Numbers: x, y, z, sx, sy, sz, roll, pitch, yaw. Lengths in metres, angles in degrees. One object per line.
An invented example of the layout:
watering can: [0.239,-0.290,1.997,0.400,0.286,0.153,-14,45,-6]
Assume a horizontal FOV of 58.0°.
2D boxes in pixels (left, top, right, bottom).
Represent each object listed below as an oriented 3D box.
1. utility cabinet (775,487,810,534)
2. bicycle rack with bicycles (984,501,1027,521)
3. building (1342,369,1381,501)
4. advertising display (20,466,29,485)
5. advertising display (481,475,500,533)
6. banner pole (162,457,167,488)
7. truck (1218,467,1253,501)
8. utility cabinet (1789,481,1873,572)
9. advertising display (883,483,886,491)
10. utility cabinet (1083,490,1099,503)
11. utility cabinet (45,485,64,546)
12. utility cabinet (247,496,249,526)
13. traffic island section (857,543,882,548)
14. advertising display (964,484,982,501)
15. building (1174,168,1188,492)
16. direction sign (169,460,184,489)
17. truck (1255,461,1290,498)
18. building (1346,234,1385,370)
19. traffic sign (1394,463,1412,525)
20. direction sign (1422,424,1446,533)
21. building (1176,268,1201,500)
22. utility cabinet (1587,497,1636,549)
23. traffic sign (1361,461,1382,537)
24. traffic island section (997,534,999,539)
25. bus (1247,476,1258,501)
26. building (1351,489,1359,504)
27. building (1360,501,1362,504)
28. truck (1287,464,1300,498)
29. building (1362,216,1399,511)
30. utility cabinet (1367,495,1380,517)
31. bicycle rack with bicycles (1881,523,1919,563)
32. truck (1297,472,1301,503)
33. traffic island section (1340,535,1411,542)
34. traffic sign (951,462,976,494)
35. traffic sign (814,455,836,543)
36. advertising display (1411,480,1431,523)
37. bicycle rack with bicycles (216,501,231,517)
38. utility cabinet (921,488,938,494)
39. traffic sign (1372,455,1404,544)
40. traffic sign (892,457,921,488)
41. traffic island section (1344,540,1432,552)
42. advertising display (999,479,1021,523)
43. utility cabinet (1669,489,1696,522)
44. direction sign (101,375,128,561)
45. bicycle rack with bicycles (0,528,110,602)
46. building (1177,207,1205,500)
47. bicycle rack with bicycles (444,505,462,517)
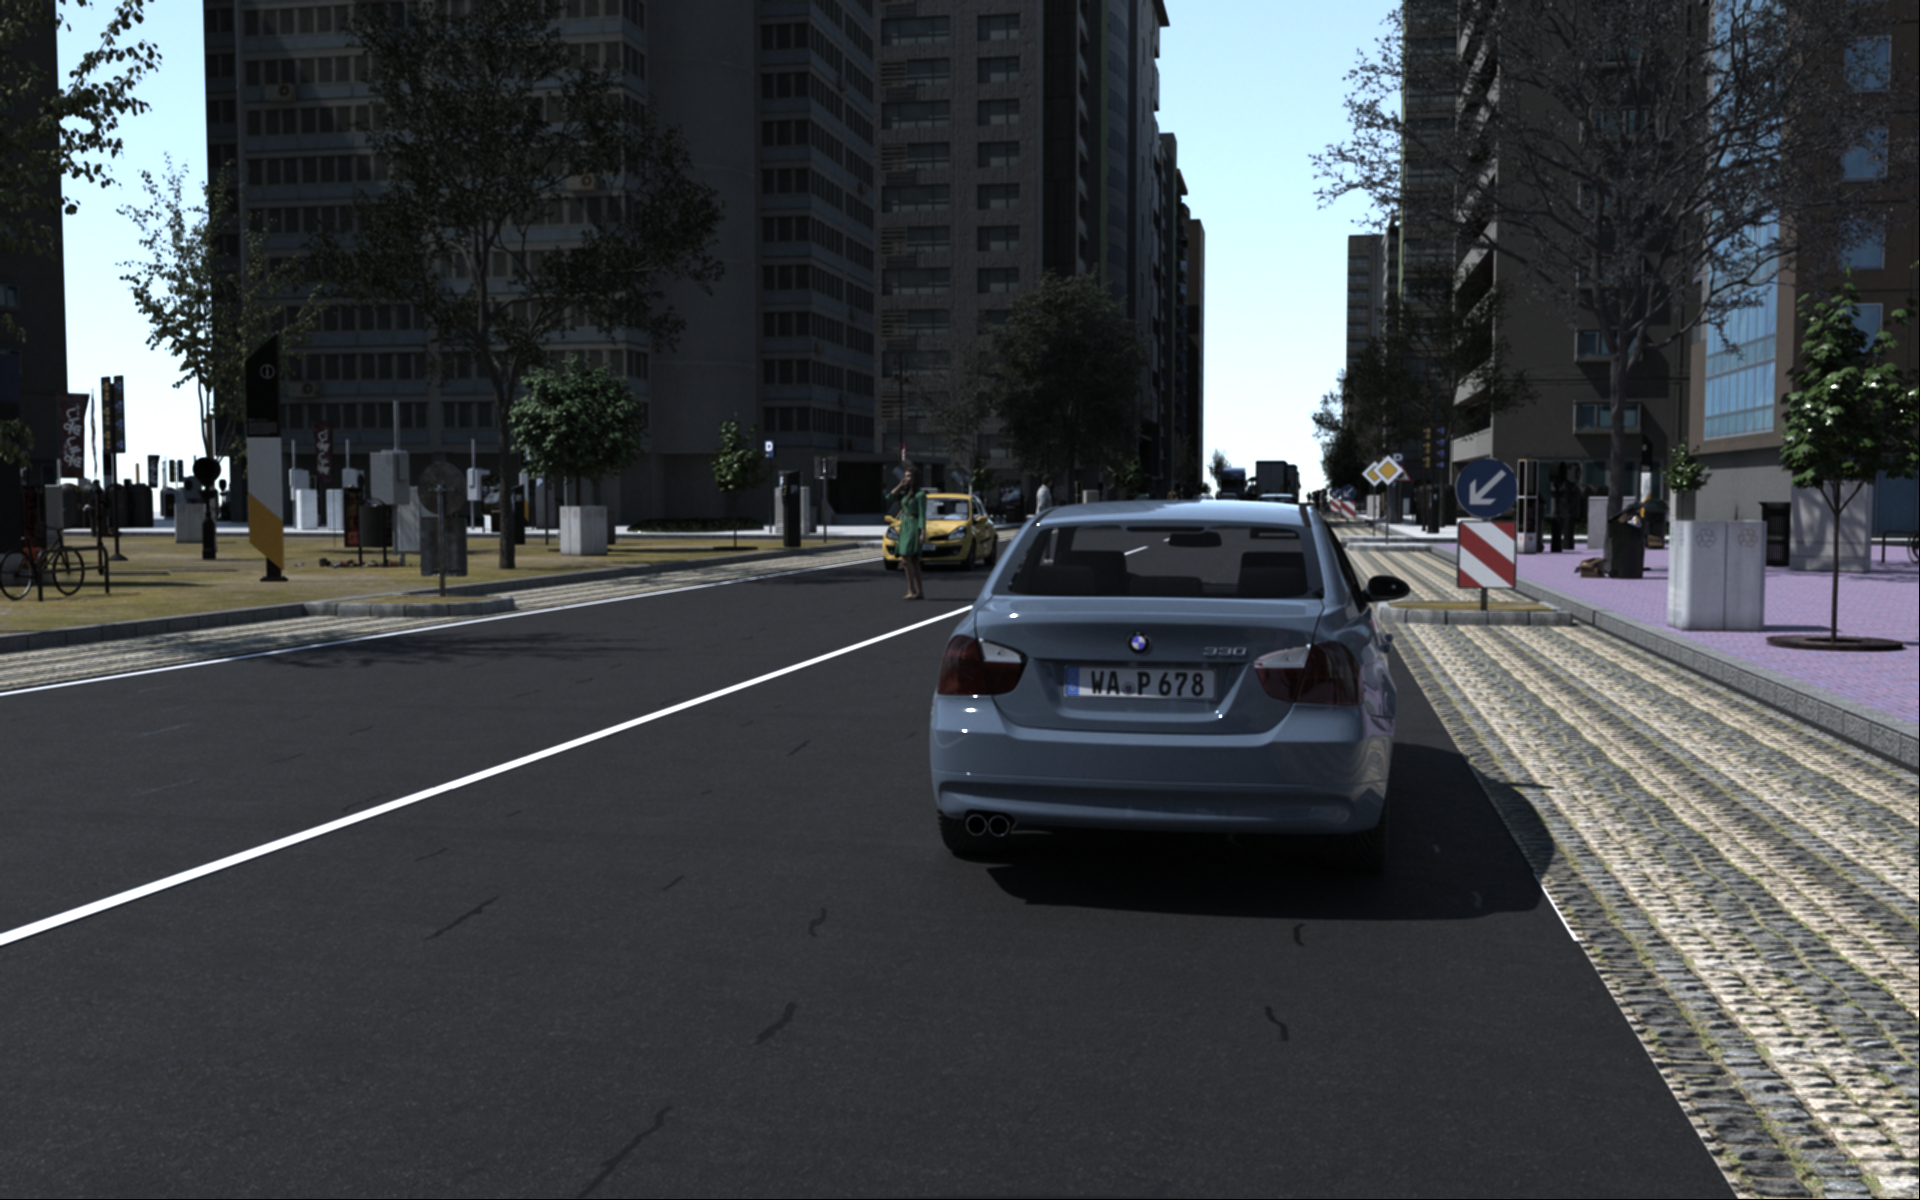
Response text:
utility cabinet: [-5.313,-2.819,54.770,1.173,1.500,0.318,2,4,34]
bicycle rack with bicycles: [1.751,-4.327,84.126,2.925,0.926,2.852,-2,4,-29]
building: [69.856,-24.844,251.243,27.650,21.520,28.899,1,4,11]
advertising display: [-17.468,-1.623,31.757,0.123,1.923,0.974,1,4,13]
advertising display: [-15.436,-3.209,57.682,0.974,1.923,0.123,-1,4,-23]
banner pole: [-53.109,-7.686,115.690,0.863,3.779,0.401,3,5,44]
truck: [28.966,-11.689,180.876,2.967,4.110,18.799,1,4,12]
utility cabinet: [14.374,-1.218,28.587,1.173,1.500,0.318,3,5,45]
advertising display: [-4.190,-5.921,102.024,0.974,1.923,0.123,0,4,4]
utility cabinet: [7.881,-5.833,104.053,0.318,1.500,1.173,3,5,44]
utility cabinet: [-22.579,-2.055,42.276,1.173,1.500,0.318,-1,4,-14]
utility cabinet: [-28.755,-3.649,70.827,0.306,1.237,1.020,0,4,5]
traffic island section: [-1.469,-1.494,46.708,2.009,0.180,2.903,1,4,11]
advertising display: [0.572,-4.286,75.287,0.974,1.923,0.123,3,5,44]
building: [18.498,-35.142,229.195,22.147,44.769,28.867,1,4,11]
direction sign: [-51.697,-7.481,114.316,0.876,3.537,0.379,0,4,-6]
truck: [27.214,-9.906,150.880,2.839,4.237,11.283,1,4,12]
building: [67.924,-36.042,272.880,14.154,41.232,14.086,1,4,11]
traffic sign: [18.426,-4.428,72.404,0.884,2.594,0.081,1,4,12]
direction sign: [15.415,-3.940,56.415,0.379,3.537,0.876,-3,5,-40]
building: [19.477,-34.551,256.787,32.217,40.220,23.993,1,4,11]
utility cabinet: [15.136,-1.778,40.236,1.020,1.237,0.306,2,4,24]
traffic sign: [12.450,-2.960,52.038,0.795,2.450,0.064,1,4,11]
traffic island section: [0.071,-1.973,54.544,2.009,0.180,2.903,1,4,11]
bus: [41.960,-15.435,243.906,2.896,3.916,12.252,1,4,13]
building: [67.543,-32.537,223.867,32.217,40.220,23.993,1,4,11]
building: [59.427,-29.959,181.714,32.217,40.220,23.993,1,4,11]
truck: [31.724,-11.054,169.639,2.839,4.237,11.283,1,4,12]
building: [54.249,-28.529,158.324,32.217,40.220,23.993,1,4,11]
utility cabinet: [23.342,-5.271,97.341,0.306,1.237,1.020,-3,4,-36]
bicycle rack with bicycles: [18.316,-1.120,31.693,2.852,0.926,2.925,0,4,-5]
truck: [42.256,-14.271,222.250,2.839,4.237,11.283,1,4,12]
traffic island section: [12.475,-1.824,52.111,2.009,0.180,2.903,1,4,11]
traffic sign: [0.095,-3.109,54.478,0.795,2.450,0.064,1,4,11]
traffic sign: [-3.544,-2.651,45.475,0.606,2.300,0.079,1,4,15]
advertising display: [20.538,-4.399,77.134,0.974,1.923,0.123,-2,4,-24]
bicycle rack with bicycles: [-39.331,-4.782,91.572,2.925,0.926,2.852,-2,4,-25]
utility cabinet: [-1.439,-3.494,65.807,1.173,1.500,0.318,0,4,-3]
traffic sign: [10.910,-2.481,44.202,0.795,2.450,0.064,1,4,11]
traffic sign: [-1.445,-2.630,46.642,0.795,2.450,0.064,1,4,11]
traffic island section: [10.935,-1.345,44.275,2.009,0.180,2.903,1,4,11]
advertising display: [2.186,-4.306,75.625,0.974,1.923,0.123,-1,4,-15]
utility cabinet: [27.103,-3.441,64.935,1.173,1.500,0.318,-2,4,-32]
direction sign: [-16.264,-2.528,33.324,0.876,3.537,0.379,3,5,39]
bicycle rack with bicycles: [-12.011,-0.485,21.319,2.852,0.926,2.925,0,4,-1]
building: [31.324,-38.180,274.356,14.600,45.320,14.200,1,4,11]
bicycle rack with bicycles: [-17.977,-2.762,58.546,2.852,0.926,2.925,0,4,3]
